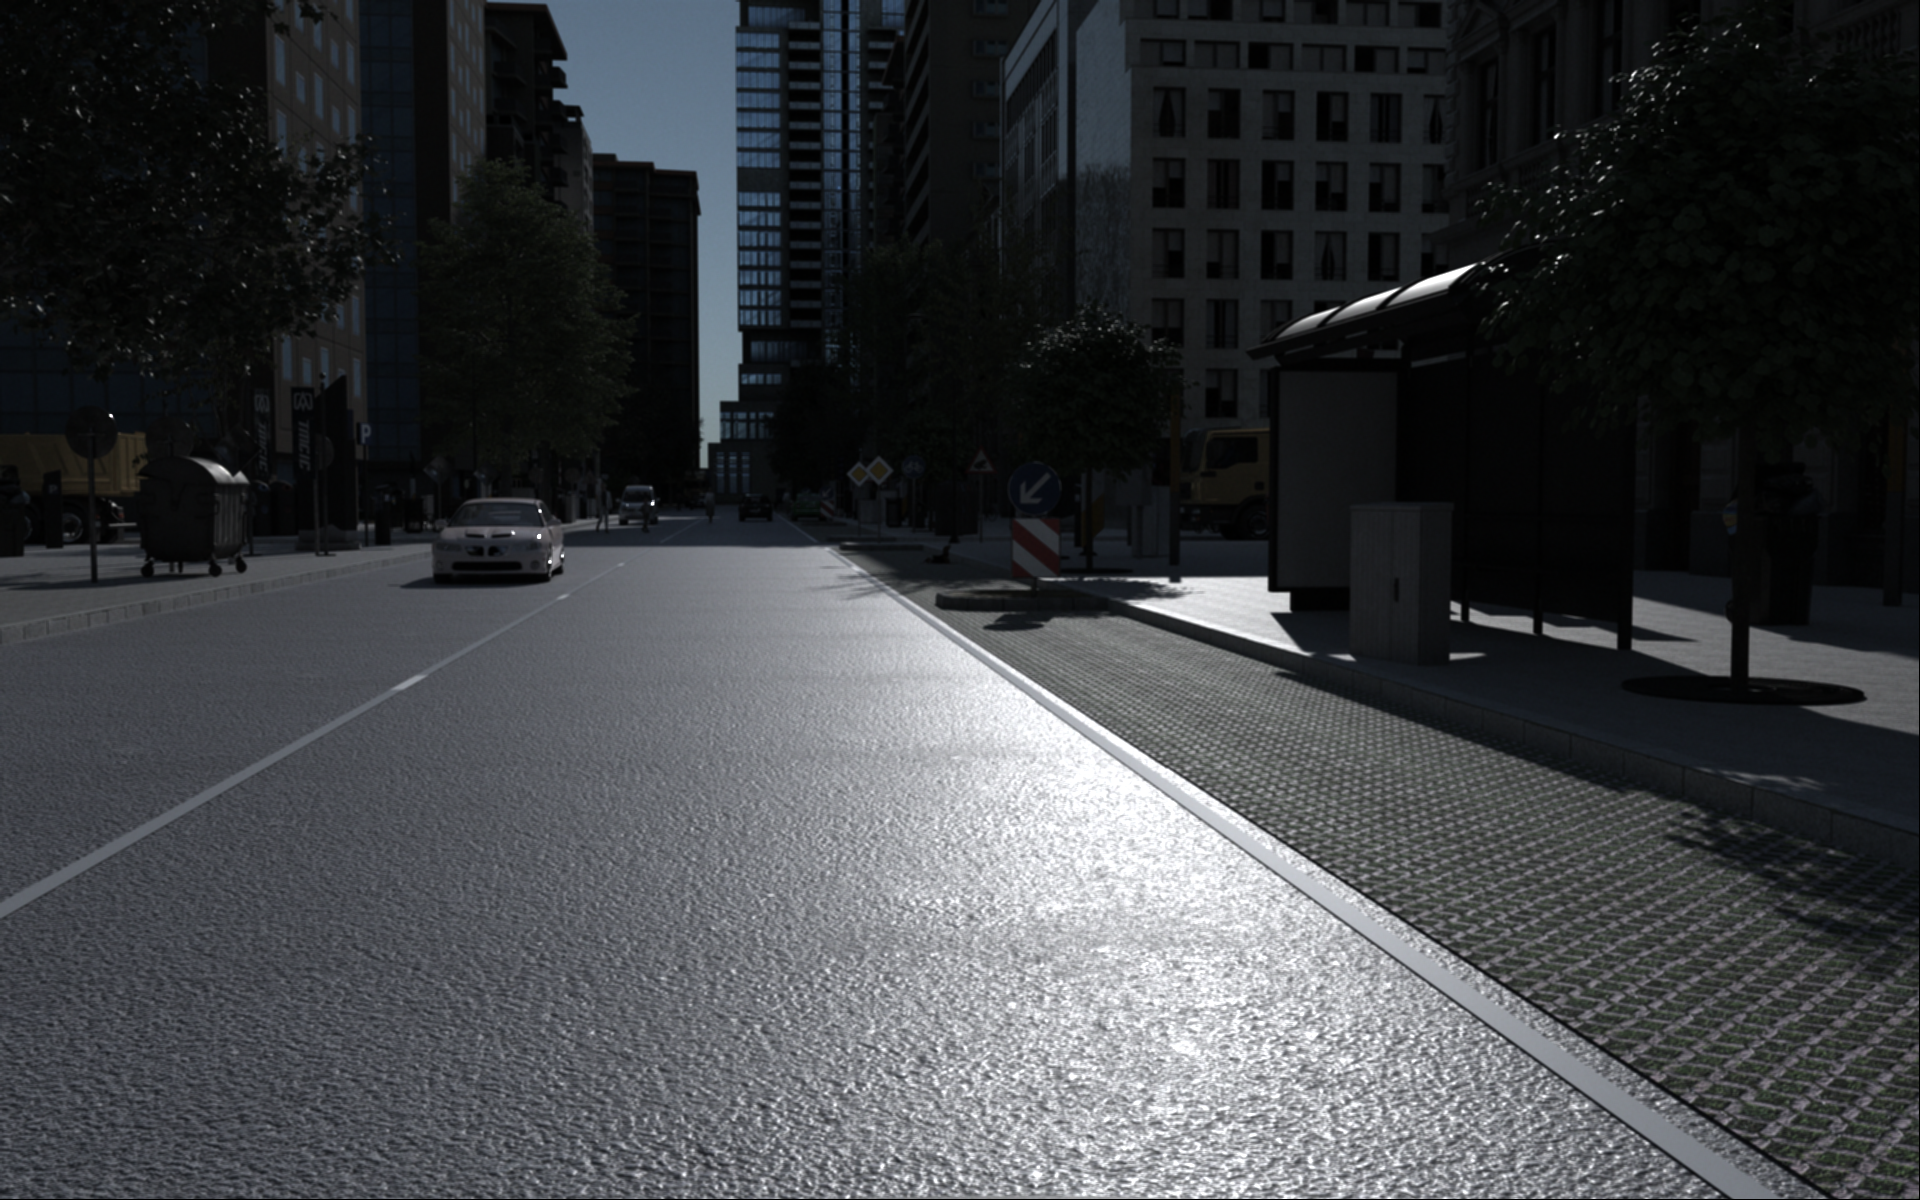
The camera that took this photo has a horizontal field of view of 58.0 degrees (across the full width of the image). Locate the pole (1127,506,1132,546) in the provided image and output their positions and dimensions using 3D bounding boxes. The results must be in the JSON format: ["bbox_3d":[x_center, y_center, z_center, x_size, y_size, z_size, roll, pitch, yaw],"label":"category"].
[{"bbox_3d":[4.265,-3.003,42.947,0.158,3.312,0.155,0,3,0],"label":"pole"}]

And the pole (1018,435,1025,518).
[{"bbox_3d":[1.578,-3.077,44.159,0.158,3.312,0.155,0,3,0],"label":"pole"}]

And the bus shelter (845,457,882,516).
[{"bbox_3d":[-5.404,-6.397,98.516,2.014,3.302,5.546,0,4,-7],"label":"bus shelter"}]

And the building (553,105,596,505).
[{"bbox_3d":[-46.178,-30.594,183.813,14.086,41.232,14.154,0,4,-7],"label":"building"}]

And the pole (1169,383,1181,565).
[{"bbox_3d":[3.873,-2.283,31.169,0.158,3.312,0.155,0,3,0],"label":"pole"}]

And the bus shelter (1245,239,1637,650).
[{"bbox_3d":[4.484,-1.384,16.546,2.014,3.302,5.546,0,4,-7],"label":"bus shelter"}]

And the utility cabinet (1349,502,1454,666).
[{"bbox_3d":[3.391,-0.137,13.401,0.306,1.237,1.020,-1,4,-18],"label":"utility cabinet"}]

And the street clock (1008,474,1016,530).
[{"bbox_3d":[1.895,-3.514,62.019,0.358,2.002,0.471,-1,4,-13],"label":"street clock"}]

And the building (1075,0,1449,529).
[{"bbox_3d":[13.779,-13.034,67.865,16.860,20.320,10.420,0,4,-7],"label":"building"}]

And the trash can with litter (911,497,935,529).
[{"bbox_3d":[-1.287,-3.246,64.458,1.055,1.170,0.624,1,4,12],"label":"trash can with litter"}]

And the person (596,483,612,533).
[{"bbox_3d":[-13.051,-3.362,63.345,0.514,1.842,0.818,-3,4,-36],"label":"person"}]

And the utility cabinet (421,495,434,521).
[{"bbox_3d":[-24.997,-4.289,81.283,0.306,1.237,1.020,0,4,0],"label":"utility cabinet"}]

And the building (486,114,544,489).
[{"bbox_3d":[-39.521,-22.000,131.406,14.160,30.474,14.107,0,4,-7],"label":"building"}]

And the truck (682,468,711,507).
[{"bbox_3d":[-28.699,-12.258,189.337,2.839,4.237,11.283,0,4,-5],"label":"truck"}]

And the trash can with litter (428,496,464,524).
[{"bbox_3d":[-22.202,-3.923,75.197,2.233,1.210,1.678,-1,4,-14],"label":"trash can with litter"}]

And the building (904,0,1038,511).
[{"bbox_3d":[7.044,-31.652,141.211,21.300,48.544,21.600,0,4,-7],"label":"building"}]

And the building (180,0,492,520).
[{"bbox_3d":[-36.331,-27.707,103.120,14.600,45.320,14.200,0,4,-7],"label":"building"}]

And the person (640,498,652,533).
[{"bbox_3d":[-11.704,-3.173,64.643,0.475,1.303,0.640,-3,5,-45],"label":"person"}]

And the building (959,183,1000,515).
[{"bbox_3d":[7.339,-17.925,112.162,14.460,24.649,34.723,0,4,-7],"label":"building"}]

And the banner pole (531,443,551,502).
[{"bbox_3d":[-20.651,-5.795,84.762,0.863,3.779,0.401,2,4,27],"label":"banner pole"}]

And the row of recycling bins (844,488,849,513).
[{"bbox_3d":[-7.889,-6.852,119.149,1.069,1.692,3.534,1,4,21],"label":"row of recycling bins"}]

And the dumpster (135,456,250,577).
[{"bbox_3d":[-12.127,-1.324,27.402,1.264,1.857,1.865,0,4,-7],"label":"dumpster"}]

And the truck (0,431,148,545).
[{"bbox_3d":[-26.923,-3.042,45.668,9.791,3.379,3.469,0,4,-8],"label":"truck"}]

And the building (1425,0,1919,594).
[{"bbox_3d":[16.265,-12.184,28.095,11.050,23.489,19.941,0,4,-7],"label":"building"}]

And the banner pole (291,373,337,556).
[{"bbox_3d":[-13.366,-2.798,35.762,0.863,3.779,0.401,-2,4,-34],"label":"banner pole"}]

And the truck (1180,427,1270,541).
[{"bbox_3d":[10.494,-3.354,50.758,9.791,3.379,3.469,0,4,-6],"label":"truck"}]

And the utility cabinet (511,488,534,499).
[{"bbox_3d":[-15.462,-3.185,60.746,1.173,1.500,0.318,2,4,28],"label":"utility cabinet"}]

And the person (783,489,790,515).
[{"bbox_3d":[-12.019,-6.834,120.461,0.478,1.798,0.641,2,4,26],"label":"person"}]

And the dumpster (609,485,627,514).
[{"bbox_3d":[-25.017,-7.492,124.995,1.502,2.255,1.985,0,4,-7],"label":"dumpster"}]

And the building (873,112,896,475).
[{"bbox_3d":[-2.589,-30.951,189.641,14.154,41.232,14.086,0,4,-7],"label":"building"}]

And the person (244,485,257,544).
[{"bbox_3d":[-19.102,-2.304,46.359,0.537,1.800,0.526,-1,4,-11],"label":"person"}]

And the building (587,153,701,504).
[{"bbox_3d":[-48.320,-34.898,225.206,28.867,44.769,22.147,0,4,-7],"label":"building"}]

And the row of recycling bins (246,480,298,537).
[{"bbox_3d":[-21.093,-2.795,52.817,1.069,1.692,3.534,2,4,28],"label":"row of recycling bins"}]

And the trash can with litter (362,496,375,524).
[{"bbox_3d":[-25.402,-3.936,75.417,1.678,1.210,2.233,0,4,-4],"label":"trash can with litter"}]

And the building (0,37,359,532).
[{"bbox_3d":[-30.605,-25.250,62.953,14.600,45.320,14.200,0,4,-7],"label":"building"}]

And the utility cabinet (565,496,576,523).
[{"bbox_3d":[-17.084,-3.963,75.961,0.306,1.237,1.020,0,4,-2],"label":"utility cabinet"}]

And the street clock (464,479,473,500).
[{"bbox_3d":[-23.656,-4.823,83.425,0.471,2.002,0.358,3,5,42],"label":"street clock"}]

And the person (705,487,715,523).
[{"bbox_3d":[-12.437,-4.736,86.167,0.478,1.798,0.641,0,4,3],"label":"person"}]

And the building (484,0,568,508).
[{"bbox_3d":[-46.381,-30.458,152.605,22.147,44.769,28.867,0,4,-7],"label":"building"}]

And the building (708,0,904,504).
[{"bbox_3d":[-17.625,-55.997,228.214,31.000,86.520,22.319,0,4,-7],"label":"building"}]

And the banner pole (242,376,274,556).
[{"bbox_3d":[-14.609,-2.814,36.027,0.401,3.779,0.863,1,4,23],"label":"banner pole"}]

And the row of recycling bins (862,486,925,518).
[{"bbox_3d":[-3.525,-5.290,93.600,3.534,1.692,1.069,-1,4,-13],"label":"row of recycling bins"}]

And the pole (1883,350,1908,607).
[{"bbox_3d":[10.673,-1.583,19.723,0.158,3.312,0.155,0,3,0],"label":"pole"}]

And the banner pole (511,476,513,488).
[{"bbox_3d":[-22.398,-5.883,86.205,0.401,3.779,0.863,-2,4,-35],"label":"banner pole"}]

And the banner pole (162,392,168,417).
[{"bbox_3d":[-19.307,-3.190,42.178,0.401,3.779,0.863,-2,4,-32],"label":"banner pole"}]

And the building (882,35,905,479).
[{"bbox_3d":[3.975,-31.322,166.745,22.147,44.769,28.867,0,4,-7],"label":"building"}]

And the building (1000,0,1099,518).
[{"bbox_3d":[9.347,-16.324,84.923,12.078,24.808,19.932,0,4,-7],"label":"building"}]

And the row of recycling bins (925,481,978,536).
[{"bbox_3d":[-0.135,-2.892,54.403,1.069,1.692,3.534,1,4,11],"label":"row of recycling bins"}]

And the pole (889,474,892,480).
[{"bbox_3d":[-3.697,-5.977,91.571,0.158,3.312,0.155,0,3,0],"label":"pole"}]

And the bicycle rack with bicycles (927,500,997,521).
[{"bbox_3d":[-0.050,-4.162,81.424,2.852,0.926,2.925,-3,5,-40],"label":"bicycle rack with bicycles"}]

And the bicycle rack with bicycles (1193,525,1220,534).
[{"bbox_3d":[8.837,-2.631,56.393,2.925,0.926,2.852,-2,4,-27],"label":"bicycle rack with bicycles"}]

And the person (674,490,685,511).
[{"bbox_3d":[-23.815,-8.429,147.030,1.217,1.736,0.721,2,4,35],"label":"person"}]

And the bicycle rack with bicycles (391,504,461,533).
[{"bbox_3d":[-17.902,-2.802,59.191,2.852,0.926,2.925,1,4,23],"label":"bicycle rack with bicycles"}]

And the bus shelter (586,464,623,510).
[{"bbox_3d":[-24.177,-7.583,117.901,2.014,3.302,5.546,0,4,-7],"label":"bus shelter"}]
